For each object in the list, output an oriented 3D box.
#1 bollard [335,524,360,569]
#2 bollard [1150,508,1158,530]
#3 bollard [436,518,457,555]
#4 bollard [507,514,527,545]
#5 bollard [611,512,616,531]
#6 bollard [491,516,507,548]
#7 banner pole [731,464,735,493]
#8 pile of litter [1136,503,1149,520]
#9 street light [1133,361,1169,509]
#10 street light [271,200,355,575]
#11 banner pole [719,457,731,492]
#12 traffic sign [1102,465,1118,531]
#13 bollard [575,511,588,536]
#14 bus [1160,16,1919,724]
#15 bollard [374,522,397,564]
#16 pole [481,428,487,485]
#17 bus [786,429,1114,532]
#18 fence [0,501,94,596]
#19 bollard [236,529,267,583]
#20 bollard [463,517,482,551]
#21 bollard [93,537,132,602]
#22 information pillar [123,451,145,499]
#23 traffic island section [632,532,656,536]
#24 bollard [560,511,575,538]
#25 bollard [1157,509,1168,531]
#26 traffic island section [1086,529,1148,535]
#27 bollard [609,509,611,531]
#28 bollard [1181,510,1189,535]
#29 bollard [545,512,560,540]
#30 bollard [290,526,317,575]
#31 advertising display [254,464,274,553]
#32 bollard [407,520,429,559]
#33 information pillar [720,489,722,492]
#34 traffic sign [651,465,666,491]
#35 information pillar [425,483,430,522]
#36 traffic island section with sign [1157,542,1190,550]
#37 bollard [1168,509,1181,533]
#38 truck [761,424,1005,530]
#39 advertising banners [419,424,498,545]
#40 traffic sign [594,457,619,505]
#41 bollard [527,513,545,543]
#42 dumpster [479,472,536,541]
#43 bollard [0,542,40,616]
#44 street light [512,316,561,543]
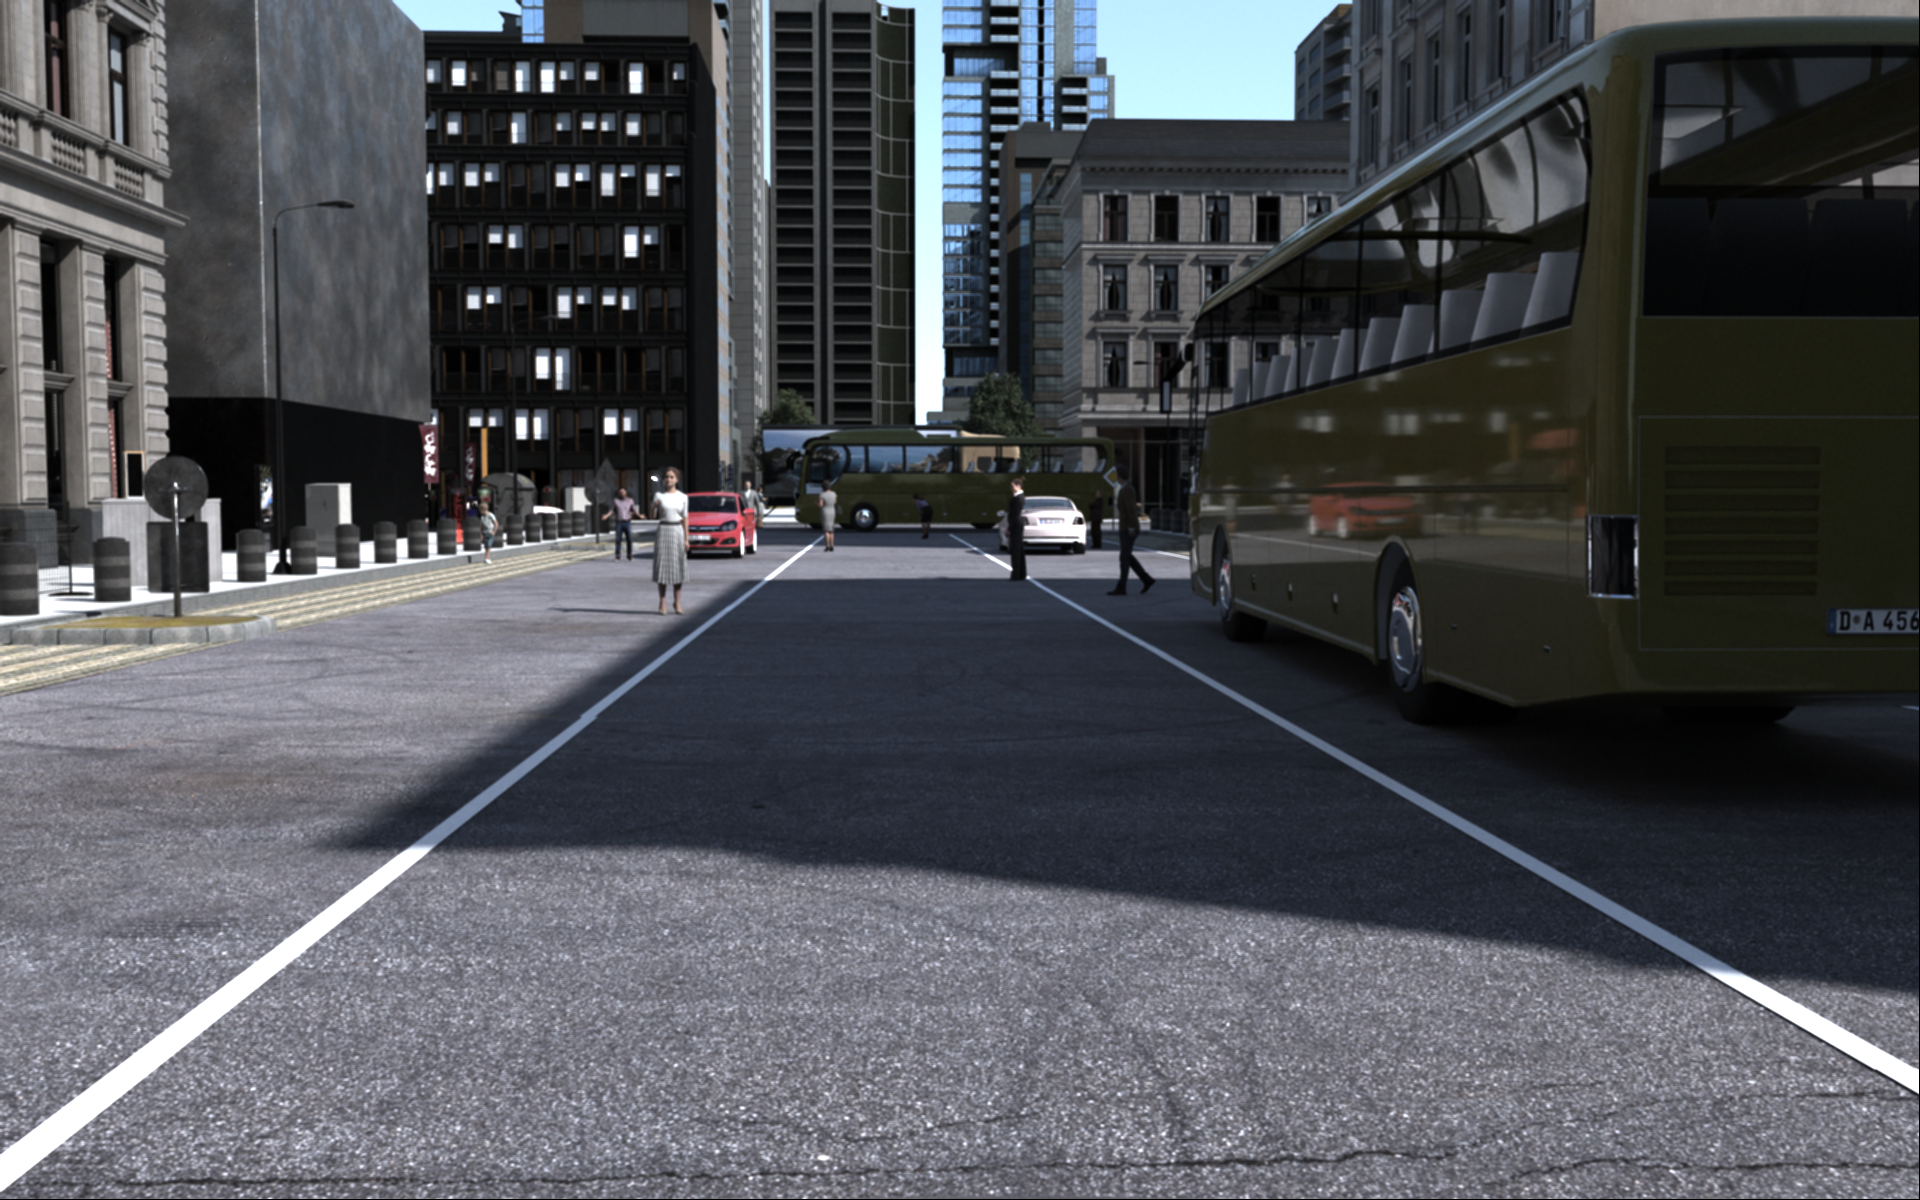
[{"bbox_3d":[-10.561,-0.926,29.862,0.404,0.777,0.398,0,3,0],"label":"bollard"},{"bbox_3d":[7.000,-2.884,61.871,0.404,0.777,0.398,0,3,0],"label":"bollard"},{"bbox_3d":[-10.887,-1.346,36.725,0.404,0.777,0.398,0,3,0],"label":"bollard"},{"bbox_3d":[-11.209,-1.765,43.580,0.404,0.777,0.398,0,3,0],"label":"bollard"},{"bbox_3d":[-11.964,-2.744,59.585,0.404,0.777,0.398,0,3,0],"label":"bollard"},{"bbox_3d":[-11.100,-1.626,41.295,0.404,0.777,0.398,0,3,0],"label":"bollard"},{"bbox_3d":[-19.094,-9.500,145.347,0.863,3.779,0.401,3,4,36],"label":"banner pole"},{"bbox_3d":[8.705,-4.300,84.275,1.719,0.858,1.176,1,4,11],"label":"pile of litter"},{"bbox_3d":[6.746,-5.389,60.645,1.470,5.913,1.316,0,4,-3],"label":"street light"},{"bbox_3d":[-10.255,-3.359,27.468,1.470,5.913,1.316,0,4,-3],"label":"street light"},{"bbox_3d":[-15.897,-7.672,115.447,0.863,3.779,0.401,3,5,44],"label":"banner pole"},{"bbox_3d":[5.390,-3.502,60.898,0.795,2.450,0.064,0,4,-3],"label":"traffic sign"},{"bbox_3d":[-11.641,-2.325,52.725,0.404,0.777,0.398,0,3,0],"label":"bollard"},{"bbox_3d":[3.887,-1.352,13.645,2.896,3.916,12.252,0,4,-2],"label":"bus"},{"bbox_3d":[-10.670,-1.067,32.155,0.404,0.777,0.398,0,3,0],"label":"bollard"},{"bbox_3d":[-14.780,-3.670,53.843,0.158,3.312,0.155,0,3,0],"label":"pole"},{"bbox_3d":[-0.372,-4.545,65.849,12.252,3.916,2.896,0,4,-2],"label":"bus"},{"bbox_3d":[-11.137,-0.589,20.831,0.480,1.192,2.264,0,4,-6],"label":"fence"},{"bbox_3d":[-10.345,-0.646,25.281,0.404,0.777,0.398,0,3,0],"label":"bollard"},{"bbox_3d":[-10.991,-1.486,39.010,0.404,0.777,0.398,0,3,0],"label":"bollard"},{"bbox_3d":[-10.131,-0.366,20.696,0.404,0.777,0.398,0,3,0],"label":"bollard"},{"bbox_3d":[-14.288,-1.560,29.995,0.304,2.012,0.304,-2,4,-32],"label":"information pillar"},{"bbox_3d":[-10.361,-2.322,60.241,2.009,0.180,2.903,0,4,-3],"label":"traffic island section"},{"bbox_3d":[-11.531,-2.185,50.440,0.404,0.777,0.398,0,3,0],"label":"bollard"},{"bbox_3d":[7.109,-2.744,59.587,0.404,0.777,0.398,0,3,0],"label":"bollard"},{"bbox_3d":[5.413,-2.367,60.976,2.009,0.180,2.903,0,4,-3],"label":"traffic island section"},{"bbox_3d":[-11.856,-2.604,57.294,0.404,0.777,0.398,0,3,0],"label":"bollard"},{"bbox_3d":[7.325,-2.465,55.017,0.404,0.777,0.398,0,3,0],"label":"bollard"},{"bbox_3d":[-11.424,-2.045,48.155,0.404,0.777,0.398,0,3,0],"label":"bollard"},{"bbox_3d":[-10.452,-0.787,27.578,0.404,0.777,0.398,0,3,0],"label":"bollard"},{"bbox_3d":[-15.159,-1.990,37.747,0.123,1.923,0.974,0,4,-6],"label":"advertising display"},{"bbox_3d":[-10.779,-1.206,34.440,0.404,0.777,0.398,0,3,0],"label":"bollard"},{"bbox_3d":[-18.946,-8.078,136.560,0.304,2.012,0.304,-1,4,-22],"label":"information pillar"},{"bbox_3d":[-10.337,-3.458,60.180,0.795,2.450,0.064,0,4,-3],"label":"traffic sign"},{"bbox_3d":[-18.671,-3.420,60.406,0.304,2.012,0.304,-3,4,-36],"label":"information pillar"},{"bbox_3d":[6.173,-2.224,44.995,1.989,1.847,2.006,0,4,-3],"label":"traffic island section with sign"},{"bbox_3d":[7.213,-2.605,57.302,0.404,0.777,0.398,0,3,0],"label":"bollard"},{"bbox_3d":[-2.455,-5.030,71.146,11.283,4.237,2.839,0,4,-4],"label":"truck"},{"bbox_3d":[-12.731,-2.922,43.968,2.074,3.025,0.090,-3,5,-41],"label":"advertising banners"},{"bbox_3d":[-12.449,-3.732,61.030,0.884,2.594,0.081,0,4,-1],"label":"traffic sign"},{"bbox_3d":[-11.312,-1.905,45.865,0.404,0.777,0.398,0,3,0],"label":"bollard"},{"bbox_3d":[-12.360,-2.536,47.224,1.264,1.857,1.865,0,4,-3],"label":"dumpster"},{"bbox_3d":[-10.021,-0.226,18.411,0.404,0.777,0.398,0,3,0],"label":"bollard"},{"bbox_3d":[-11.089,-4.447,45.244,1.470,5.913,1.316,0,4,-3],"label":"street light"}]
